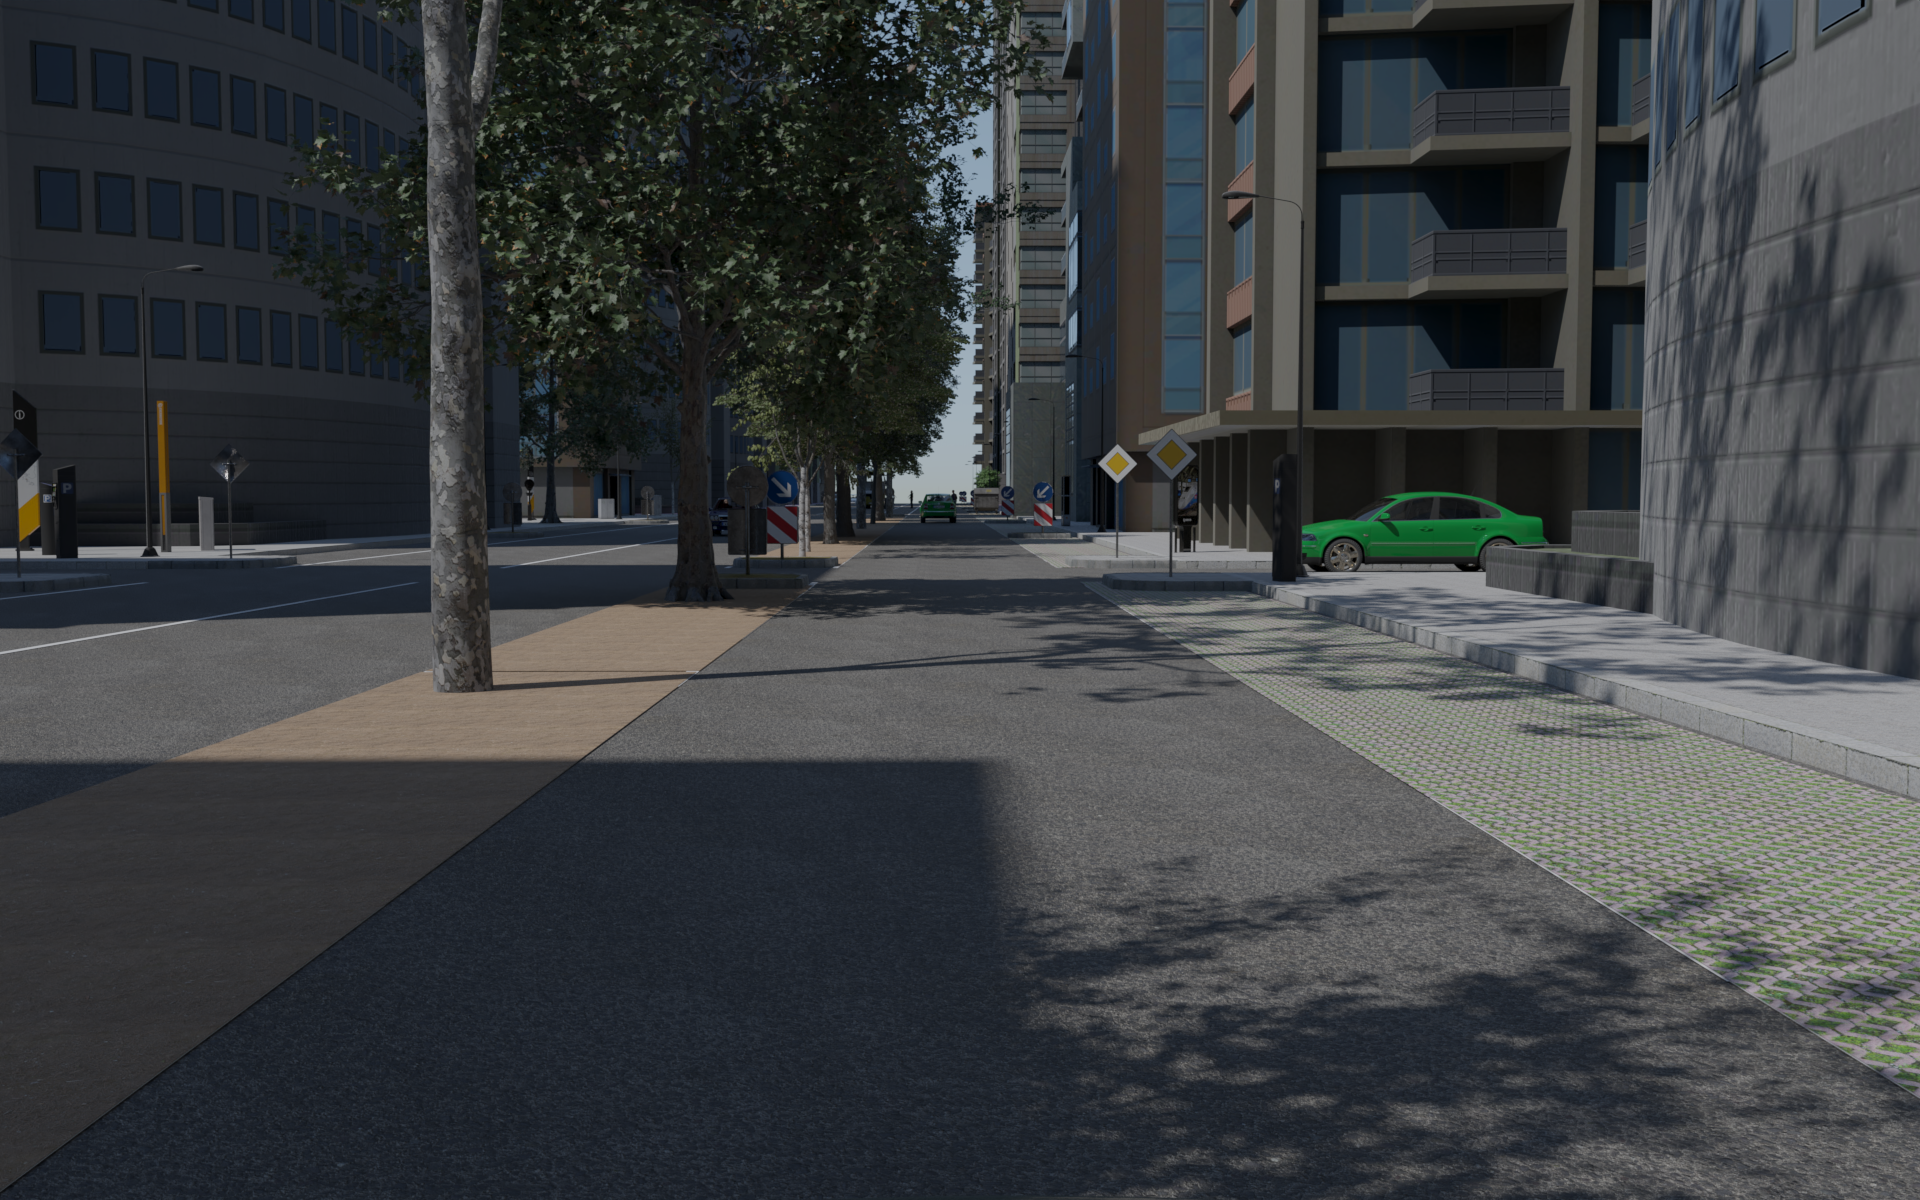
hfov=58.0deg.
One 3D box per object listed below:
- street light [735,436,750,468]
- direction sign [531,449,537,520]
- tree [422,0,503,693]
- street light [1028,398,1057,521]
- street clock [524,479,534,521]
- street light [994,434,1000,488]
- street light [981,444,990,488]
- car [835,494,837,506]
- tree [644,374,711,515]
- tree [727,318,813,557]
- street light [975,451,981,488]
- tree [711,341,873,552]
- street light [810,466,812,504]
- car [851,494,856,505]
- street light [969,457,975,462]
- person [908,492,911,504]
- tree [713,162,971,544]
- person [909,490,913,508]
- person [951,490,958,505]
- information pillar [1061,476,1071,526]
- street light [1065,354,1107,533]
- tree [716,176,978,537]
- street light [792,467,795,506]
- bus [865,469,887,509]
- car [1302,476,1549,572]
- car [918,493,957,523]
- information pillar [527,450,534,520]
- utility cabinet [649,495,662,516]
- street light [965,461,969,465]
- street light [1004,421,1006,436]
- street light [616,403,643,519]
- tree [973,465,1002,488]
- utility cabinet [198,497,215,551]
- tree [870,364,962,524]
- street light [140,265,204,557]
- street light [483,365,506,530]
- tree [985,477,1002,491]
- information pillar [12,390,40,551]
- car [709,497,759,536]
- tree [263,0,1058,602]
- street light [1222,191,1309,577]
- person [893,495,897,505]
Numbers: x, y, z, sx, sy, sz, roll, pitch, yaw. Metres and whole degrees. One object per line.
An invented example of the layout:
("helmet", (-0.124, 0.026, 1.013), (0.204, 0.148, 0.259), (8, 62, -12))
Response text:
("street light", (-17.260, -10.092, 137.547), (1.470, 5.913, 1.316), (0, 4, -1))
("direction sign", (-21.060, -5.707, 85.309), (0.379, 3.537, 0.876), (-1, 4, -9))
("tree", (-2.389, -9.345, 11.142), (12.611, 20.169, 13.585), (0, 3, 0))
("street light", (3.992, -6.800, 83.729), (1.470, 5.913, 1.316), (0, 4, -1))
("street clock", (-20.638, -4.798, 83.021), (0.471, 2.002, 0.358), (-1, 4, -15))
("street light", (3.293, -9.859, 133.743), (1.470, 5.913, 1.316), (0, 4, -1))
("street light", (2.921, -11.456, 159.851), (1.470, 5.913, 1.316), (0, 4, -1))
("car", (-13.205, -10.368, 181.321), (2.131, 1.459, 4.920), (0, 4, 1))
("tree", (-17.579, -9.593, 107.212), (4.360, 8.622, 3.978), (0, 3, 0))
("tree", (-3.460, -5.182, 37.540), (4.737, 8.622, 4.395), (0, 3, 0))
("street light", (2.602, -13.053, 185.960), (1.470, 5.913, 1.316), (0, 4, -1))
("tree", (-3.734, -5.465, 42.176), (4.360, 8.622, 3.978), (0, 3, 0))
("street light", (-18.487, -15.164, 220.469), (1.470, 5.913, 1.316), (0, 4, -1))
("car", (-12.415, -11.573, 201.218), (2.014, 1.417, 4.499), (0, 4, -2))
("street light", (2.164, -14.946, 216.907), (1.470, 5.913, 1.316), (0, 4, -1))
("person", (-7.135, -14.886, 251.960), (0.705, 1.814, 1.350), (-3, 4, -36))
("tree", (-3.593, -7.832, 48.630), (7.486, 12.596, 7.792), (0, 3, 0))
("person", (-4.873, -10.099, 173.637), (0.705, 1.822, 1.348), (-1, 4, -16))
("person", (-0.627, -7.669, 134.411), (0.750, 1.759, 0.617), (-2, 4, -33))
("information pillar", (4.214, -3.943, 68.967), (0.304, 2.012, 0.304), (-1, 4, -14))
("street light", (4.191, -5.203, 57.618), (1.470, 5.913, 1.316), (0, 4, -1))
("tree", (-3.838, -9.066, 57.339), (9.857, 13.997, 8.962), (0, 3, 0))
("street light", (-18.122, -13.547, 194.042), (1.470, 5.913, 1.316), (0, 4, -1))
("bus", (-8.492, -11.052, 172.243), (2.896, 3.916, 12.252), (0, 3, 0))
("car", (8.077, -1.366, 31.125), (4.718, 1.807, 1.959), (0, 4, -1))
("car", (-1.114, -4.780, 86.942), (1.959, 1.807, 4.718), (0, 4, -2))
("information pillar", (-20.956, -5.699, 84.528), (0.183, 3.616, 0.504), (1, 4, 14))
("utility cabinet", (-18.225, -5.659, 103.692), (0.306, 1.237, 1.020), (1, 4, 18))
("street light", (1.770, -16.543, 243.015), (1.470, 5.913, 1.316), (0, 4, -1))
("street light", (3.473, -8.397, 109.835), (1.470, 5.913, 1.316), (0, 4, -1))
("street light", (-16.711, -7.031, 87.493), (1.470, 5.913, 1.316), (0, 4, -1))
("tree", (3.151, -13.055, 197.166), (4.285, 4.588, 4.351), (0, 3, 0))
("utility cabinet", (-17.224, -1.740, 39.612), (0.306, 1.237, 1.020), (-2, 4, -25))
("tree", (-4.169, -8.864, 81.796), (8.767, 10.594, 7.601), (0, 4, -1))
("street light", (-16.037, -3.837, 35.276), (1.470, 5.913, 1.316), (0, 4, -1))
("street light", (-16.317, -5.434, 61.386), (1.470, 5.913, 1.316), (0, 4, -1))
("tree", (3.923, -12.199, 194.047), (1.663, 3.219, 1.824), (0, 3, 0))
("information pillar", (-20.996, -2.910, 38.939), (0.504, 3.616, 0.183), (0, 4, -5))
("car", (-7.815, -2.910, 60.162), (1.945, 1.354, 3.894), (0, 4, -2))
("tree", (-3.555, -6.322, 22.836), (9.611, 12.733, 9.660), (0, 3, 0))
("street light", (4.709, -3.312, 26.699), (1.470, 5.913, 1.316), (0, 4, -1))
("person", (-8.911, -13.796, 234.748), (0.721, 1.739, 1.217), (-2, 4, -28))
